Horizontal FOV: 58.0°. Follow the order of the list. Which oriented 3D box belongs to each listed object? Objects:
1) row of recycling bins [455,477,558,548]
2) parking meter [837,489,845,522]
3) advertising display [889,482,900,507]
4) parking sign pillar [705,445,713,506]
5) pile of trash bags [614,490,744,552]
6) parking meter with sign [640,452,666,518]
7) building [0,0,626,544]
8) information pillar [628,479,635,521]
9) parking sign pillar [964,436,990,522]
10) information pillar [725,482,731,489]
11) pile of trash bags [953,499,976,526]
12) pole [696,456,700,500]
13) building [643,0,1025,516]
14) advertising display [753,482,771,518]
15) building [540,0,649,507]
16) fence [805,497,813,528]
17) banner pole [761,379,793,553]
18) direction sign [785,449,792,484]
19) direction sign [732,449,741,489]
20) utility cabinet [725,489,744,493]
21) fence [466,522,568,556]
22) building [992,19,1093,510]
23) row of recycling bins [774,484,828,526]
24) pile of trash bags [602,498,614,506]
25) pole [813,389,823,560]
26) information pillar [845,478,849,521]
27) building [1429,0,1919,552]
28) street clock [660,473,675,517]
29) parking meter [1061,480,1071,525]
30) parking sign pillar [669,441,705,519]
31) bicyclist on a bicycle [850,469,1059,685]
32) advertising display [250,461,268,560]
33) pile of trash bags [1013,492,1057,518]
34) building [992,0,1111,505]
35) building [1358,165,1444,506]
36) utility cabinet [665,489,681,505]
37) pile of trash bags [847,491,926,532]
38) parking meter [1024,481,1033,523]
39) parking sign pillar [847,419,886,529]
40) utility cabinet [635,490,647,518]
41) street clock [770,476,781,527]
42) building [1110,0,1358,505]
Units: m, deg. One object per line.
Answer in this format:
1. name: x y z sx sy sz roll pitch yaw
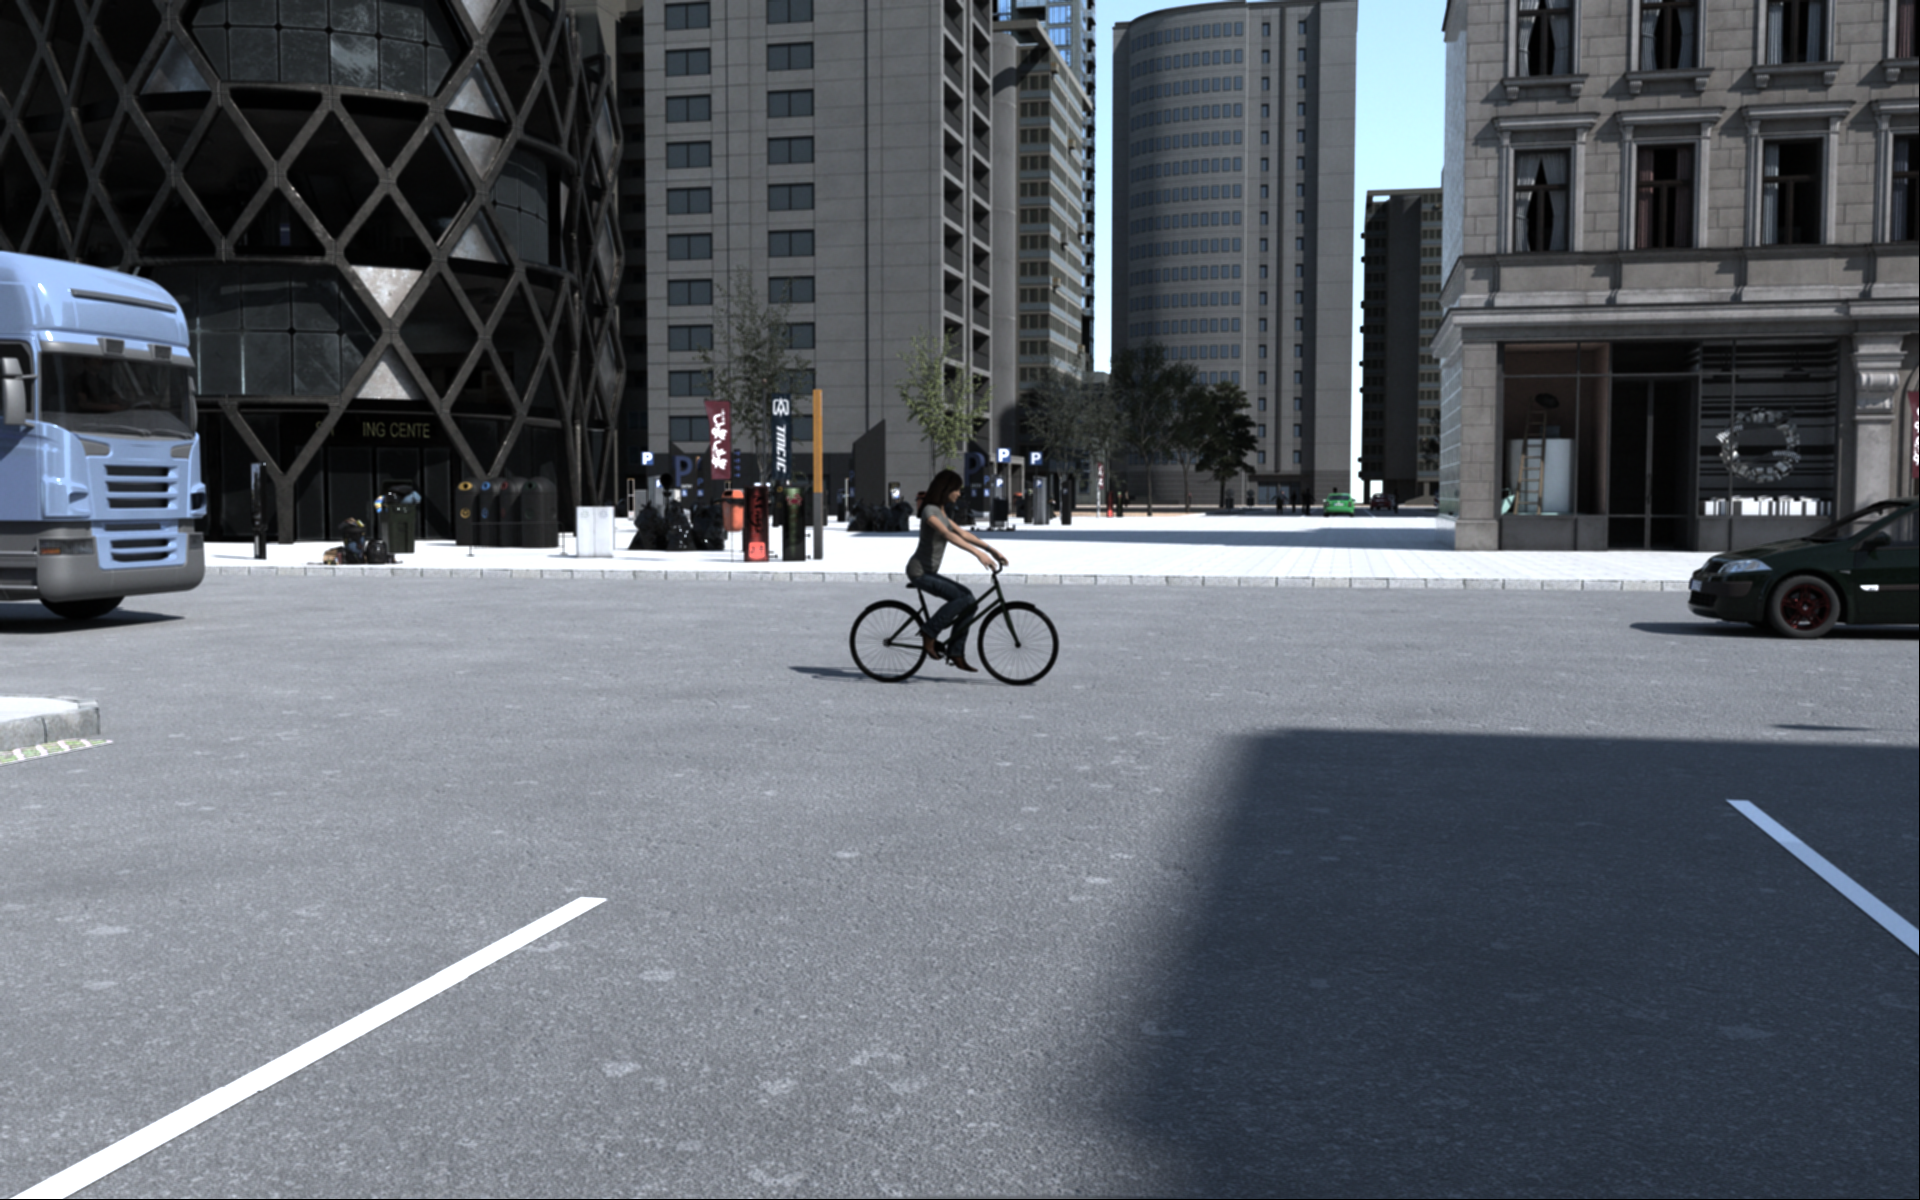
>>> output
1. row of recycling bins: -11.059 -2.147 42.223 3.534 1.692 1.069 3 5 40
2. parking meter: -5.511 -4.401 80.366 0.372 1.533 0.369 0 3 0
3. advertising display: -3.615 -5.505 95.213 0.123 1.923 0.974 2 4 30
4. parking sign pillar: -13.644 -6.366 92.557 1.447 3.967 1.447 1 4 13
5. pile of trash bags: -5.982 -1.806 39.275 3.447 1.369 1.912 3 5 44
6. parking meter with sign: -12.453 -4.562 70.846 0.543 3.016 1.738 -2 4 -34
7. building: -19.489 -11.297 52.164 16.811 18.784 16.820 1 4 12
8. information pillar: -15.925 -4.856 83.894 0.304 2.012 0.304 0 4 -4
9. parking sign pillar: 0.790 -5.627 80.474 1.447 3.967 1.447 -3 5 -44
10. information pillar: -13.566 -5.931 101.461 0.304 2.012 0.304 1 4 20
11. pile of trash bags: -0.676 -3.683 69.973 1.912 1.369 3.447 1 4 21
12. pole: -14.213 -6.124 93.972 0.158 3.312 0.155 0 3 0
13. building: -6.676 -41.116 110.493 20.563 71.187 20.611 1 4 12
14. advertising display: -10.608 -5.365 92.925 0.974 1.923 0.123 -2 4 -26
15. building: -23.536 -32.437 154.040 21.600 48.544 21.300 1 4 12
16. fence: -6.096 -3.432 67.314 0.480 1.192 2.264 0 4 3
17. banner pole: -4.036 -2.917 37.716 0.863 3.779 0.401 -2 4 -27
18. direction sign: -8.635 -5.743 85.895 0.379 3.537 0.876 3 4 36
19. direction sign: -11.486 -5.824 87.227 0.876 3.537 0.379 -1 4 -12
20. utility cabinet: -9.865 -4.188 77.147 1.173 1.500 0.318 1 4 20
21. fence: -9.279 -1.281 36.314 2.069 0.683 0.278 -2 4 -30
22. building: -2.247 -27.668 144.255 23.993 40.220 32.217 1 4 12
23. row of recycling bins: -6.488 -3.888 70.679 1.069 1.692 3.534 -2 4 -34
24. pile of trash bags: -18.580 -5.180 94.441 3.447 1.369 1.912 3 5 40
25. pole: -2.777 -2.446 33.842 0.158 3.312 0.155 0 3 0
26. information pillar: -5.223 -4.713 81.551 0.304 2.012 0.304 -1 4 -18
27. building: 13.415 -11.708 42.339 40.483 20.767 10.553 1 4 12
28. street clock: -10.175 -3.404 60.223 0.471 2.002 0.358 1 4 10
29. parking meter: 4.409 -4.053 71.972 0.399 1.863 0.255 2 4 27
30. parking sign pillar: -14.112 -6.077 87.837 1.447 3.967 1.447 3 5 42
31. bicyclist on a bicycle: -0.049 -0.183 13.015 1.625 1.676 1.499 1 4 11
32. advertising display: -13.840 -1.773 34.197 0.123 1.923 0.974 -2 4 -33
33. pile of trash bags: 3.808 -5.210 94.942 1.912 1.369 3.447 -2 4 -27
34. building: 3.567 -54.982 211.623 31.000 86.520 22.319 1 4 12
35. building: 59.982 -31.474 206.479 23.993 40.220 32.217 1 4 12
36. utility cabinet: -13.134 -4.319 79.295 0.318 1.500 1.173 -2 4 -31
37. pile of trash bags: -2.240 -3.003 58.858 3.447 1.369 1.912 3 5 40
38. parking meter: 2.998 -4.291 75.861 0.255 1.863 0.399 -2 4 -26
39. parking sign pillar: -3.329 -4.510 62.207 1.447 3.967 1.447 -2 4 -35
40. utility cabinet: -16.856 -5.078 91.702 1.173 1.500 0.318 3 5 41
41. street clock: -7.157 -3.829 67.173 0.358 2.002 0.471 -2 4 -32
42. building: 32.598 -40.652 206.656 28.212 58.520 21.231 1 4 12
